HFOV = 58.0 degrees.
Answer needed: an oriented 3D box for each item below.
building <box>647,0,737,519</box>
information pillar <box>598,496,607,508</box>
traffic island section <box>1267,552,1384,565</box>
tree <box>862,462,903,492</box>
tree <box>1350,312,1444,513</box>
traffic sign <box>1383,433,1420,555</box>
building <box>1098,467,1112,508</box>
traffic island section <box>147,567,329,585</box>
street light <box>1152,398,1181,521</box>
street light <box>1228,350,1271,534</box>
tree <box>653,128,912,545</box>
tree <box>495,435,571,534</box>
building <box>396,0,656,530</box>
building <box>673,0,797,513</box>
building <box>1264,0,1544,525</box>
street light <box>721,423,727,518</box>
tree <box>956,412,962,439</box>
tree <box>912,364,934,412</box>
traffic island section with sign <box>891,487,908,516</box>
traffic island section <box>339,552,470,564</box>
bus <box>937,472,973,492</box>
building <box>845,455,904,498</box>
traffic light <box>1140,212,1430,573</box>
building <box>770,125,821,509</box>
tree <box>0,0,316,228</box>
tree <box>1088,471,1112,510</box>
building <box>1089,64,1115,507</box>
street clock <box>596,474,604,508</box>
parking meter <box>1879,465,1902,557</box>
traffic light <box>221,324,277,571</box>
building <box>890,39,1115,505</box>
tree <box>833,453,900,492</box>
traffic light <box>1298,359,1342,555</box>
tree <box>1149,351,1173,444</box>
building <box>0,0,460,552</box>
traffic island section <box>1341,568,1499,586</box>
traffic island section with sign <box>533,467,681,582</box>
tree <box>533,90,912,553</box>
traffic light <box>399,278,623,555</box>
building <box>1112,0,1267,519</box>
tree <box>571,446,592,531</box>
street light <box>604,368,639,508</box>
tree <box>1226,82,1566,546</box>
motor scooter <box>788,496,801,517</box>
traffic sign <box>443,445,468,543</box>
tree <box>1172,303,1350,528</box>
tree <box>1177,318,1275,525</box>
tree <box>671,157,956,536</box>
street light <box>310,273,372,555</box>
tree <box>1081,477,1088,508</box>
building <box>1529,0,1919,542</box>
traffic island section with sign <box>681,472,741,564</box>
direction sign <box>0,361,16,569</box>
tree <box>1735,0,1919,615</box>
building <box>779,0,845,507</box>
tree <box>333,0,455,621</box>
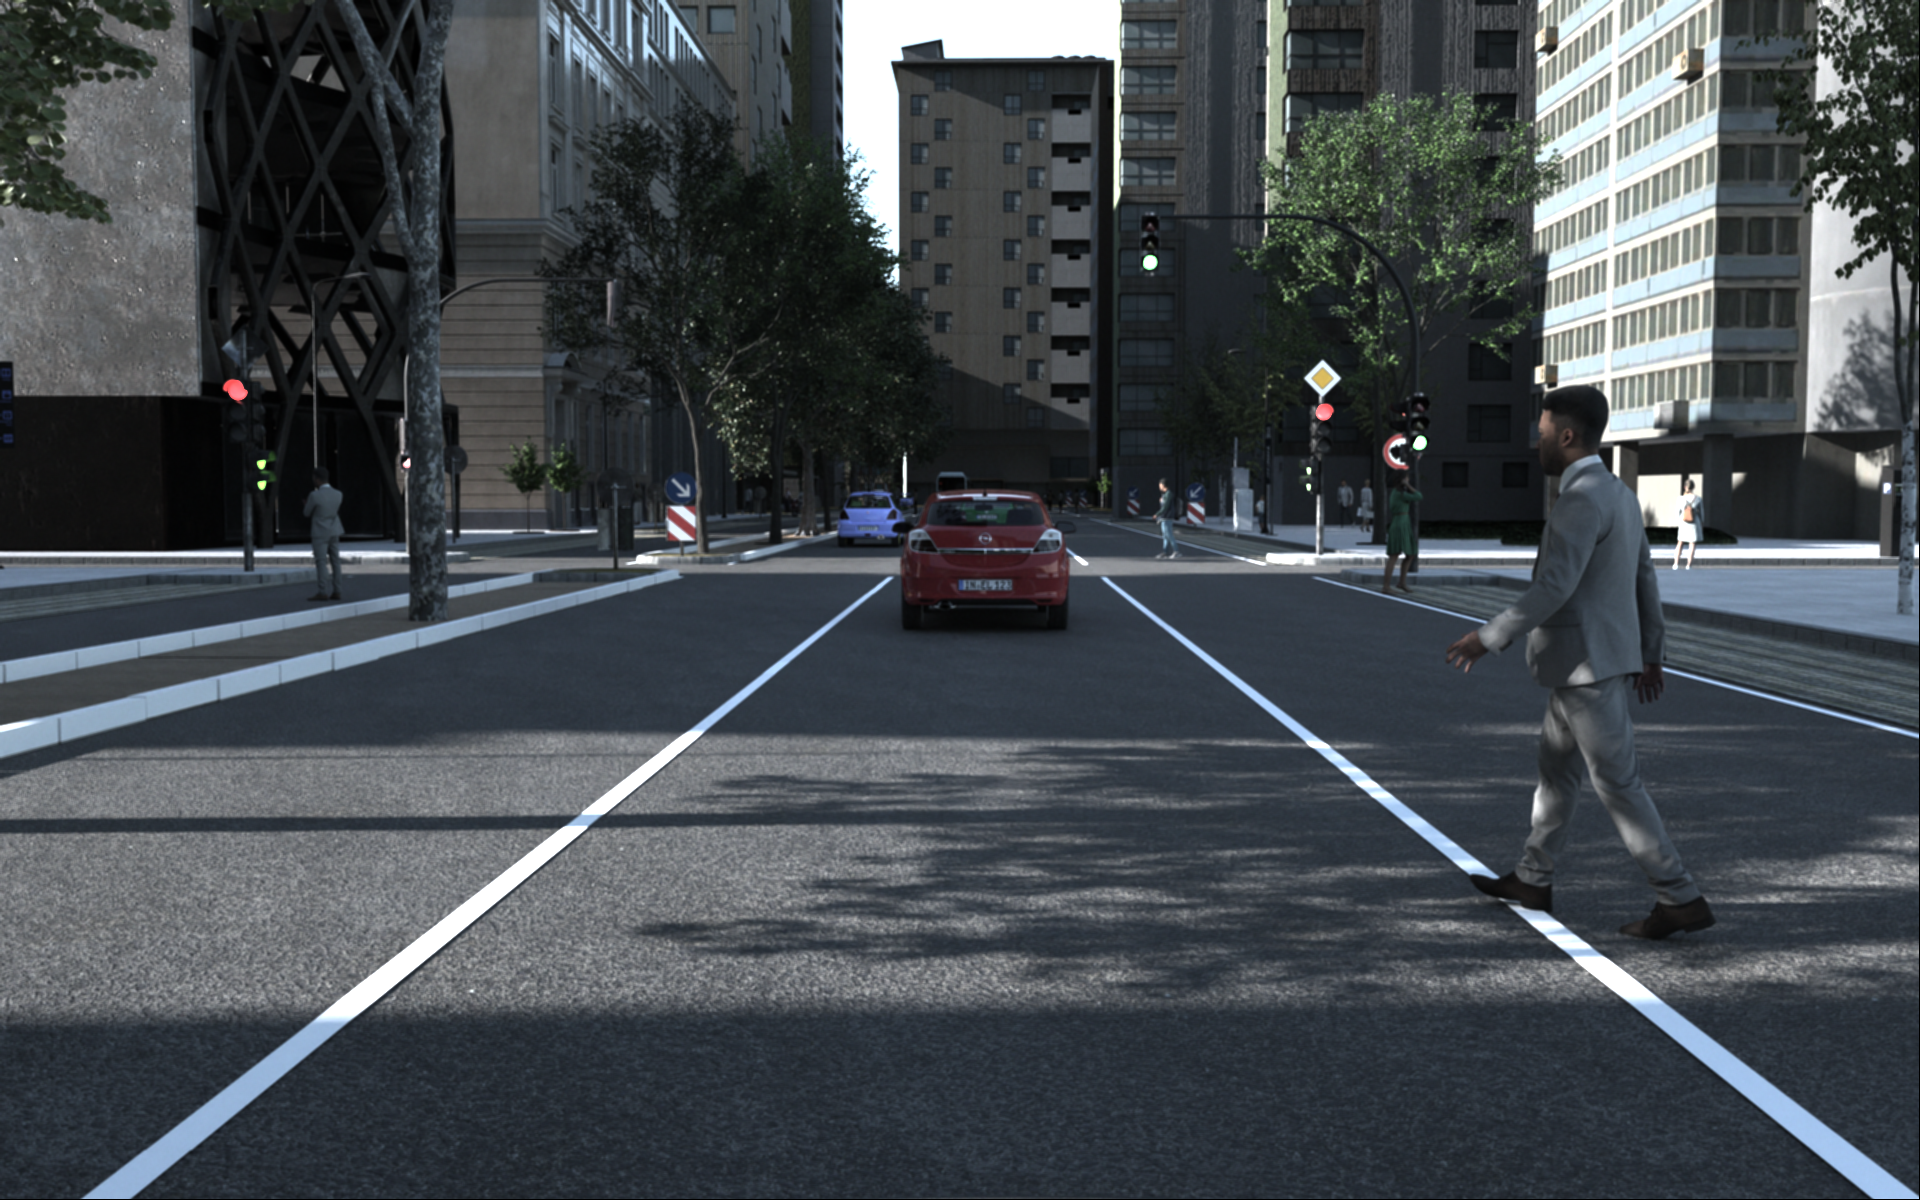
[{"bbox_3d":[-20.065,-19.487,96.112,11.434,29.767,29.804,0,4,1],"label":"building"},{"bbox_3d":[-12.944,-3.557,62.656,0.304,2.012,0.304,-1,4,-10],"label":"information pillar"},{"bbox_3d":[7.575,-0.861,36.357,2.009,0.180,2.903,0,4,1],"label":"traffic island section"},{"bbox_3d":[-4.536,-8.363,89.560,4.737,8.622,4.395,0,3,0],"label":"tree"},{"bbox_3d":[16.931,-7.236,68.669,4.737,8.622,4.395,0,3,0],"label":"tree"},{"bbox_3d":[9.266,-2.218,36.378,0.768,2.556,0.104,1,4,10],"label":"traffic sign"},{"bbox_3d":[23.808,-44.121,159.635,20.563,71.187,20.611,0,4,1],"label":"building"},{"bbox_3d":[-11.827,-0.397,28.775,2.009,0.180,2.903,0,4,1],"label":"traffic island section"},{"bbox_3d":[9.971,-6.804,83.791,1.470,5.913,1.316,0,4,1],"label":"street light"},{"bbox_3d":[9.334,-5.096,55.860,1.470,5.913,1.316,0,4,1],"label":"street light"},{"bbox_3d":[-5.129,-7.369,48.700,9.928,11.665,9.643,0,3,0],"label":"tree"},{"bbox_3d":[-13.996,-3.782,56.441,1.663,3.219,1.824,0,3,0],"label":"tree"},{"bbox_3d":[-20.737,-17.418,70.696,13.634,28.700,20.117,0,4,1],"label":"building"},{"bbox_3d":[-26.768,-32.784,125.250,28.713,52.752,27.495,0,4,1],"label":"building"},{"bbox_3d":[20.484,-18.698,77.412,14.160,30.474,14.107,0,4,1],"label":"building"},{"bbox_3d":[-11.986,-7.298,91.868,1.470,5.913,1.316,0,4,1],"label":"street light"},{"bbox_3d":[-4.783,-9.677,77.690,9.611,12.733,9.660,0,3,0],"label":"tree"},{"bbox_3d":[-5.111,-7.985,67.427,8.767,10.594,7.601,0,4,1],"label":"tree"},{"bbox_3d":[-4.175,-6.317,111.414,2.006,1.907,1.989,0,4,1],"label":"traffic island section with sign"},{"bbox_3d":[-11.662,-0.885,36.758,2.009,0.180,2.903,0,4,1],"label":"traffic island section"},{"bbox_3d":[-0.472,-9.733,153.986,2.948,3.499,13.247,0,4,2],"label":"bus"},{"bbox_3d":[-21.987,-22.328,210.103,28.899,21.520,27.650,0,4,1],"label":"building"},{"bbox_3d":[5.277,-3.272,28.162,4.771,5.953,1.251,0,4,1],"label":"traffic light"},{"bbox_3d":[-28.985,-28.104,151.380,32.217,40.220,23.993,0,4,1],"label":"building"},{"bbox_3d":[-6.420,-5.308,7.371,7.486,12.596,7.792,0,3,0],"label":"tree"},{"bbox_3d":[11.911,-9.047,142.516,1.663,3.219,1.824,0,3,0],"label":"tree"},{"bbox_3d":[20.653,-32.284,177.961,14.600,45.320,14.200,0,4,1],"label":"building"},{"bbox_3d":[-12.701,-3.475,61.393,0.358,2.002,0.471,1,4,11],"label":"street clock"},{"bbox_3d":[18.954,-1.804,35.212,0.255,1.863,0.399,-1,4,-12],"label":"parking meter"},{"bbox_3d":[-11.787,-2.429,28.639,0.839,4.253,0.868,0,4,1],"label":"traffic light"},{"bbox_3d":[6.229,-37.954,209.786,27.495,52.752,28.713,0,4,1],"label":"building"},{"bbox_3d":[-4.763,-8.647,94.205,4.360,8.622,3.978,0,3,0],"label":"tree"},{"bbox_3d":[7.535,-2.894,36.244,0.839,4.253,0.868,0,4,1],"label":"traffic light"},{"bbox_3d":[10.860,-7.879,79.185,4.737,8.622,4.395,0,3,0],"label":"tree"},{"bbox_3d":[-22.647,-10.945,46.395,16.820,18.784,16.811,0,4,1],"label":"building"},{"bbox_3d":[7.410,-0.373,28.374,2.009,0.180,2.903,0,4,1],"label":"traffic island section"},{"bbox_3d":[-5.882,-1.269,28.886,2.006,1.907,1.989,0,4,1],"label":"traffic island section with sign"},{"bbox_3d":[-5.713,-6.235,38.811,8.767,10.594,7.601,0,4,1],"label":"tree"},{"bbox_3d":[-9.529,-3.789,36.615,4.771,5.953,1.251,0,4,1],"label":"traffic light"},{"bbox_3d":[16.145,-25.698,103.764,14.154,41.232,14.086,0,4,1],"label":"building"},{"bbox_3d":[-13.516,-3.982,59.710,1.663,3.219,1.824,0,3,0],"label":"tree"},{"bbox_3d":[-12.513,-5.583,63.825,1.470,5.913,1.316,0,4,1],"label":"street light"},{"bbox_3d":[10.770,-7.201,43.493,9.928,11.665,9.643,0,3,0],"label":"tree"},{"bbox_3d":[-10.372,-5.884,108.980,0.815,1.314,1.986,0,4,1],"label":"motor scooter"},{"bbox_3d":[-13.166,-2.746,45.007,0.768,2.556,0.104,0,4,5],"label":"traffic sign"},{"bbox_3d":[11.219,-6.984,64.545,4.737,8.622,4.395,0,3,0],"label":"tree"},{"bbox_3d":[10.891,-7.419,71.664,4.360,8.622,3.978,0,3,0],"label":"tree"},{"bbox_3d":[-5.155,-8.514,58.671,9.611,12.733,9.660,0,3,0],"label":"tree"},{"bbox_3d":[-13.042,-3.914,36.543,1.470,5.913,1.316,0,4,1],"label":"street light"},{"bbox_3d":[12.209,-10.106,159.827,1.663,3.219,1.824,0,3,0],"label":"tree"},{"bbox_3d":[32.692,-22.129,53.692,23.993,40.220,32.217,0,4,1],"label":"building"},{"bbox_3d":[-5.719,-1.722,36.292,2.006,1.907,1.989,0,4,1],"label":"traffic island section with sign"},{"bbox_3d":[-16.610,-2.300,29.598,0.876,3.537,0.379,-1,4,-11],"label":"direction sign"},{"bbox_3d":[10.190,-4.137,18.004,4.737,8.622,4.395,0,3,0],"label":"tree"},{"bbox_3d":[-26.107,-38.734,175.297,28.212,58.520,21.231,0,4,1],"label":"building"},{"bbox_3d":[-7.211,-9.879,19.872,12.611,20.169,13.585,0,3,0],"label":"tree"}]
